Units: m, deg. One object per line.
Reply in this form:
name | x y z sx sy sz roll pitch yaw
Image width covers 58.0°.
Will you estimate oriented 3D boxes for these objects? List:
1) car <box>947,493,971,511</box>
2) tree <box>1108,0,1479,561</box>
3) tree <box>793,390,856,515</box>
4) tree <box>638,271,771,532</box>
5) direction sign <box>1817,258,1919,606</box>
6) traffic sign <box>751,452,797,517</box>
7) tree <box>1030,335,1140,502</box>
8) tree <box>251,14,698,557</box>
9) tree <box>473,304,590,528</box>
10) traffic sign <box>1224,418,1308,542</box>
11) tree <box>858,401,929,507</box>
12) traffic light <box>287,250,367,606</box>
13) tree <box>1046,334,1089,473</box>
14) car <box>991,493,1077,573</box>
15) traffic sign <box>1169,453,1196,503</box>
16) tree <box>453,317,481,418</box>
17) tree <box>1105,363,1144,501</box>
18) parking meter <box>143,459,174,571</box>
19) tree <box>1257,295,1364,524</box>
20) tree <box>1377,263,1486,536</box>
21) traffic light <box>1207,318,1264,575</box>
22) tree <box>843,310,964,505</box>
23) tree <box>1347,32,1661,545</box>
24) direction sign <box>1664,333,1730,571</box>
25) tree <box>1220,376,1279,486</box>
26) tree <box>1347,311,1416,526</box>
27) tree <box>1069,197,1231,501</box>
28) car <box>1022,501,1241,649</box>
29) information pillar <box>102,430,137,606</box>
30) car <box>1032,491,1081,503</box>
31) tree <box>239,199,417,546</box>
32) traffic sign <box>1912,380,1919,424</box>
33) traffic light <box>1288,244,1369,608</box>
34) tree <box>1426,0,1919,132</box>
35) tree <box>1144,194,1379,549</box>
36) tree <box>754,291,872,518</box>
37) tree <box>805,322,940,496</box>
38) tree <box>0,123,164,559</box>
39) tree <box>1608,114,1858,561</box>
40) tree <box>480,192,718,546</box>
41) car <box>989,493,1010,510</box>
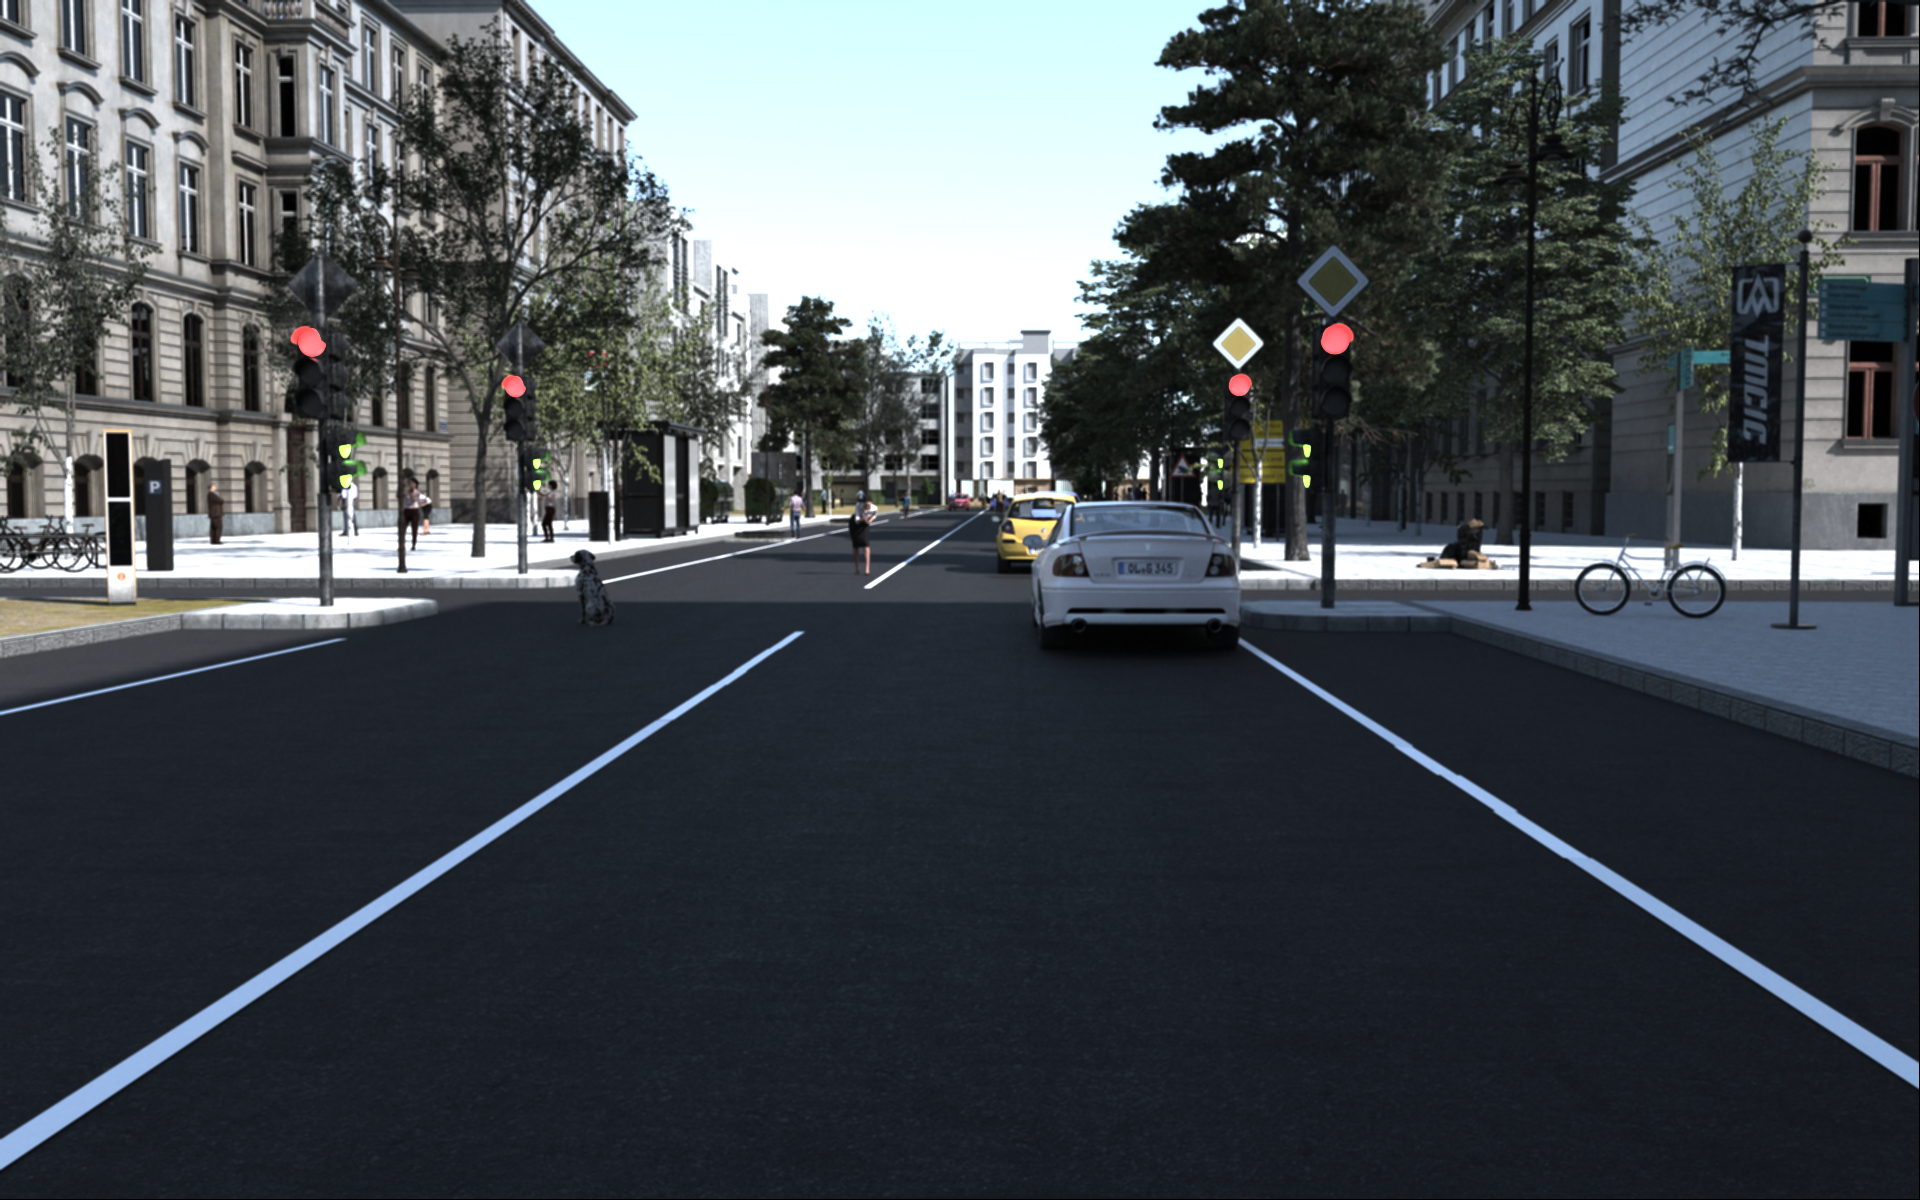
car | -0.088 -8.709 151.425 2.155 1.783 4.494 0 4 0
tree | 6.373 -6.783 32.955 6.751 12.117 7.091 0 3 0
tree | -8.255 -9.544 106.401 4.737 8.622 4.395 0 3 0
tree | -8.597 -6.595 58.186 4.360 8.622 3.978 0 3 0
direction sign | 10.933 -1.861 19.187 2.525 3.948 1.411 -1 4 -16
traffic sign | -9.026 -5.502 83.838 2.265 3.308 0.079 0 4 7
tree | 10.473 -14.251 139.664 9.857 13.997 8.962 0 3 0
tree | -9.693 -6.121 34.494 8.767 10.594 7.601 -1 4 -18
tree | -16.266 -7.072 65.988 4.360 8.622 3.978 0 3 0
traffic sign | 8.213 -3.216 46.453 2.265 3.308 0.079 0 4 4
tree | -6.407 -14.192 166.445 7.601 10.594 8.767 0 4 6
traffic light | -7.233 -1.864 19.714 0.839 4.213 0.868 0 4 2
tree | 9.276 -11.820 115.308 6.751 12.117 7.091 0 3 0
car | 1.578 -1.375 32.703 2.015 1.641 3.980 0 4 3
traffic sign | 7.096 -3.382 55.293 0.884 2.594 0.081 1 4 9
tree | -13.302 -6.276 52.979 4.737 8.622 4.395 0 3 0
tree | 9.305 -8.644 91.694 4.737 8.622 4.395 0 3 0
parking meter | -13.337 -1.412 28.803 0.399 1.863 0.255 0 4 -1
tree | 15.110 -9.130 75.034 9.928 11.665 9.643 0 3 0
tree | 14.793 -6.626 58.705 4.737 8.622 4.395 0 3 0
traffic light | 4.355 -2.333 27.384 0.839 4.213 0.868 0 4 2
tree | -6.799 -19.819 179.924 12.611 20.169 13.585 0 3 0
tree | 13.714 -7.686 43.786 7.486 12.596 7.792 0 3 0
direction sign | 12.518 -2.446 28.759 1.411 3.948 2.525 1 4 14
tree | 16.285 -8.796 94.169 4.360 8.622 3.978 0 3 0
tree | 16.238 -7.209 68.222 4.360 8.622 3.978 0 3 0
tree | 7.969 -9.096 66.846 7.486 12.596 7.792 0 3 0
car | 1.678 -0.308 17.396 2.083 1.381 4.827 0 4 1
information pillar | -9.697 -0.948 19.996 0.304 2.012 0.304 -2 4 -24
car | 2.357 -2.086 43.696 1.945 1.707 3.694 0 4 0
tree | -15.371 -5.671 43.081 4.360 8.622 3.978 0 3 0
traffic sign | 9.500 -1.009 16.595 0.768 2.556 0.104 1 4 11
traffic light | 4.124 -1.845 19.403 0.839 4.213 0.868 0 4 2
tree | 7.100 -6.018 8.769 12.009 13.543 11.850 0 3 0
tree | 6.920 -5.521 40.637 4.737 8.622 4.395 0 3 0
tree | -8.119 -10.424 92.484 6.751 12.117 7.091 0 3 0
tree | -6.486 -12.974 122.497 12.009 13.543 11.850 0 3 0
tree | -17.771 -5.107 33.867 4.360 8.622 3.978 0 3 0
tree | 14.743 -5.067 33.215 4.737 8.622 4.395 0 3 0
tree | -8.457 -5.656 42.844 4.737 8.622 4.395 0 3 0
car | 3.622 -9.101 158.397 1.945 1.707 3.694 0 4 0
